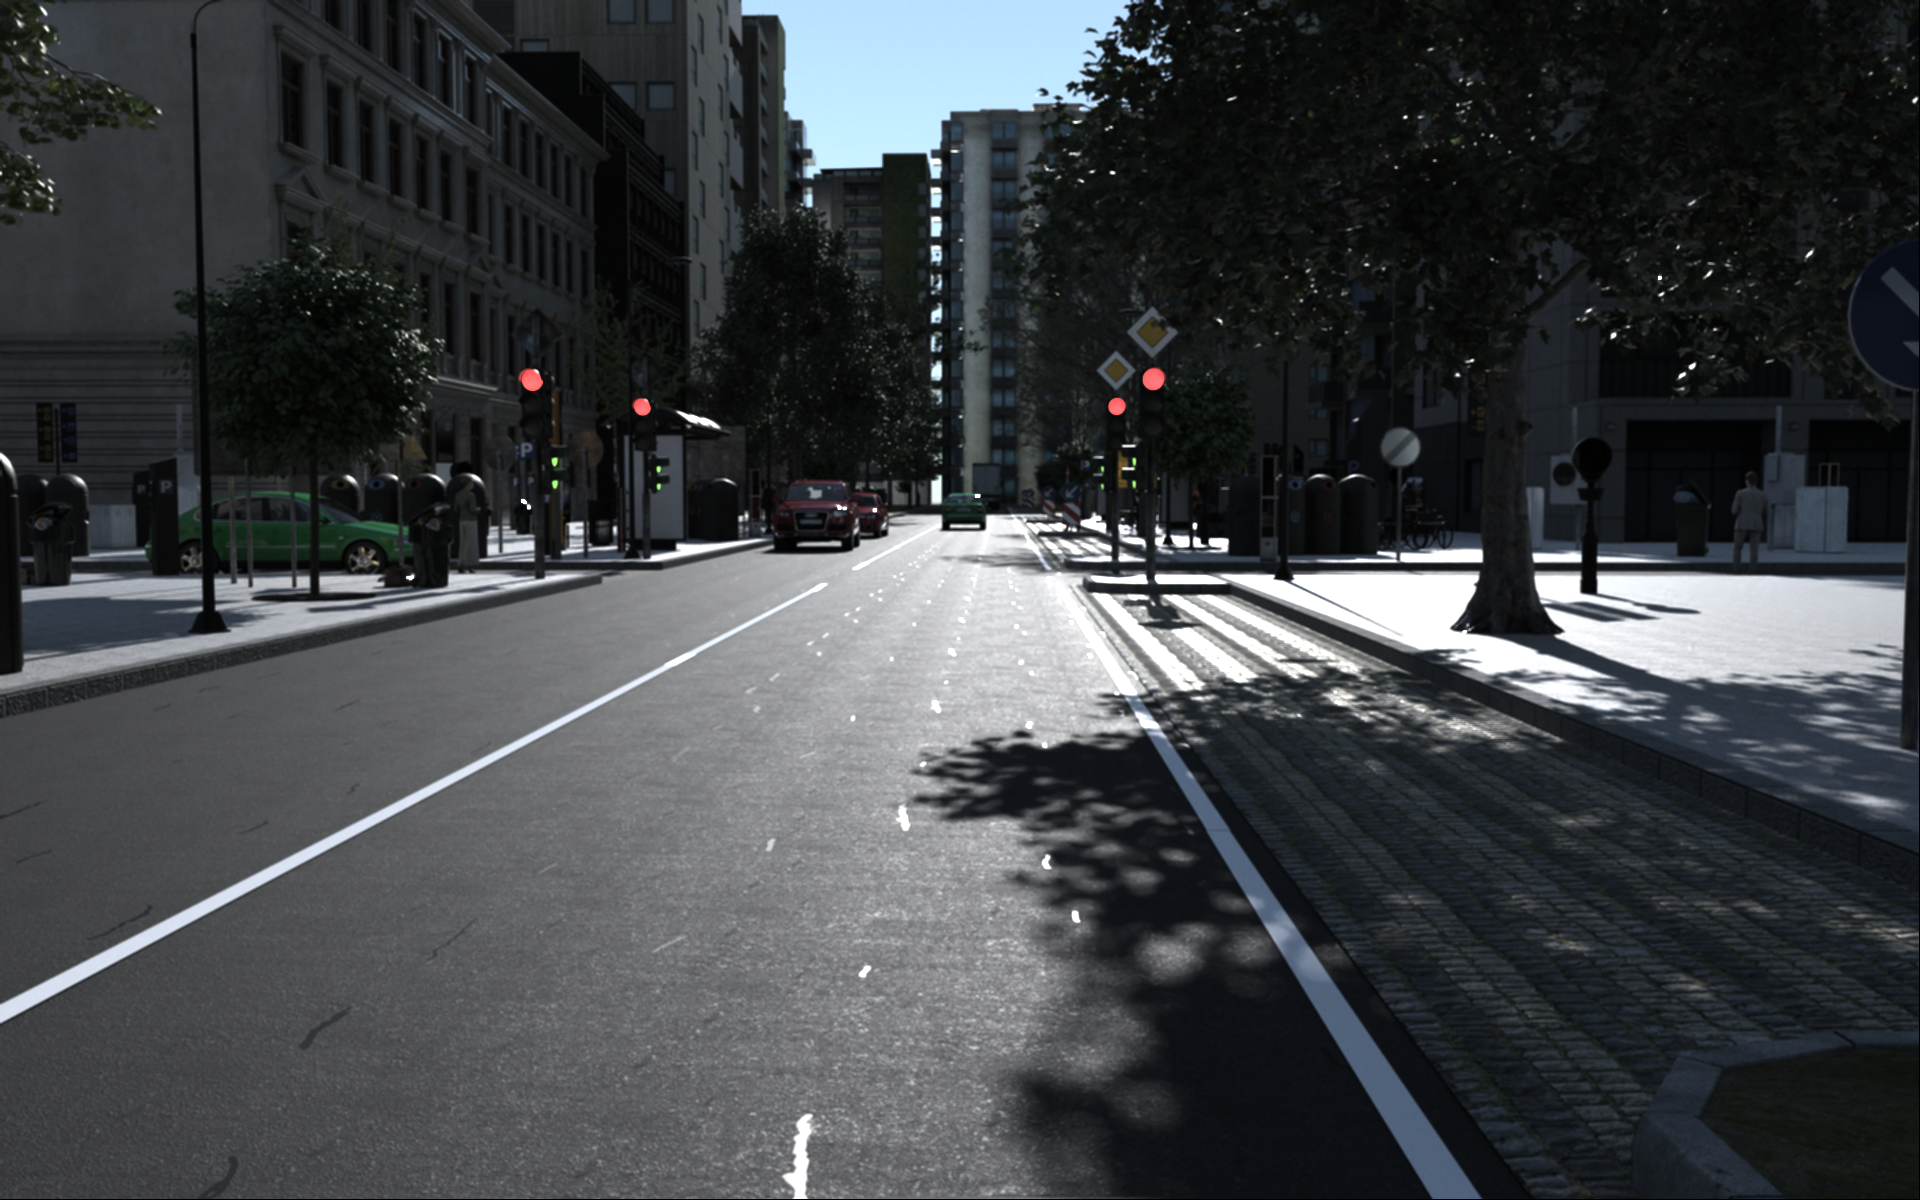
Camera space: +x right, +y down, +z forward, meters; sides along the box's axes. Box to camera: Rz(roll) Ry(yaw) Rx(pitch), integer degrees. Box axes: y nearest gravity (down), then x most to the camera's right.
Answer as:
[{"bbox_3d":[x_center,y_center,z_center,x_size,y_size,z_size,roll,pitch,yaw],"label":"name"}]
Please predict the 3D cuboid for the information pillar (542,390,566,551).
[{"bbox_3d":[-9.235,-2.933,39.304,0.504,3.616,0.183,1,4,19],"label":"information pillar"}]

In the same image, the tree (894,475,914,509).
[{"bbox_3d":[-4.592,-9.263,146.050,1.663,3.219,1.824,0,3,0],"label":"tree"}]

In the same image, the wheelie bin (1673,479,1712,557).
[{"bbox_3d":[15.087,-1.700,35.696,0.693,1.594,0.980,2,4,28],"label":"wheelie bin"}]

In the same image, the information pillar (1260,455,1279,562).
[{"bbox_3d":[5.888,-1.742,32.973,0.304,2.012,0.304,1,4,19],"label":"information pillar"}]

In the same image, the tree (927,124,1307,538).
[{"bbox_3d":[5.600,-8.620,51.306,12.009,13.543,11.850,0,3,0],"label":"tree"}]

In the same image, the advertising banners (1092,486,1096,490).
[{"bbox_3d":[9.207,-6.914,109.226,2.074,3.025,0.090,0,4,-5],"label":"advertising banners"}]

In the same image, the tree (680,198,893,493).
[{"bbox_3d":[-6.446,-9.205,67.506,9.611,12.733,9.660,0,3,0],"label":"tree"}]

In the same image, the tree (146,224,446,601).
[{"bbox_3d":[-8.035,-2.293,21.200,4.285,4.588,4.351,0,3,0],"label":"tree"}]

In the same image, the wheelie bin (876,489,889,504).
[{"bbox_3d":[-4.951,-6.195,109.194,0.980,1.594,0.693,-1,4,-22],"label":"wheelie bin"}]

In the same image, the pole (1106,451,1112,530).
[{"bbox_3d":[5.329,-4.173,62.075,0.158,3.312,0.155,0,3,0],"label":"pole"}]

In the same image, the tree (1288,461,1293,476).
[{"bbox_3d":[16.588,-5.713,88.010,1.663,3.219,1.824,0,3,0],"label":"tree"}]

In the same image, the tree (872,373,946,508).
[{"bbox_3d":[-4.859,-14.431,154.074,7.486,12.596,7.792,0,3,0],"label":"tree"}]

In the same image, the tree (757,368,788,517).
[{"bbox_3d":[-11.014,-9.057,98.440,4.360,8.622,3.978,0,3,0],"label":"tree"}]

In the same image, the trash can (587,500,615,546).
[{"bbox_3d":[-8.903,-1.912,42.914,0.748,1.137,0.748,0,3,0],"label":"trash can"}]

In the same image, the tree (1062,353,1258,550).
[{"bbox_3d":[5.420,-3.457,40.241,4.285,4.588,4.351,0,3,0],"label":"tree"}]

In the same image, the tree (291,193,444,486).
[{"bbox_3d":[-14.599,-5.638,42.550,4.737,8.622,4.395,0,3,0],"label":"tree"}]

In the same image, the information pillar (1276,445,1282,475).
[{"bbox_3d":[14.225,-5.219,76.678,0.504,3.616,0.183,3,5,42],"label":"information pillar"}]

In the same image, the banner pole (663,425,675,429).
[{"bbox_3d":[-9.494,-4.011,55.599,0.863,3.779,0.401,2,4,26],"label":"banner pole"}]

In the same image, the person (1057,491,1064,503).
[{"bbox_3d":[11.144,-11.167,191.617,0.750,1.759,0.617,0,4,4],"label":"person"}]

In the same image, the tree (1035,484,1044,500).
[{"bbox_3d":[8.895,-11.545,183.354,1.663,3.219,1.824,0,3,0],"label":"tree"}]

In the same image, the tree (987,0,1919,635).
[{"bbox_3d":[4.999,-6.046,15.862,9.611,12.733,9.660,0,3,0],"label":"tree"}]

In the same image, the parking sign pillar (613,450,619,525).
[{"bbox_3d":[-13.872,-5.129,72.328,1.447,3.967,1.447,-2,4,-29],"label":"parking sign pillar"}]

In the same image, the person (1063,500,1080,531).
[{"bbox_3d":[4.043,-3.351,63.064,0.755,1.850,0.659,2,4,28],"label":"person"}]

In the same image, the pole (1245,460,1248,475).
[{"bbox_3d":[15.241,-6.012,92.143,0.158,3.312,0.155,0,3,0],"label":"pole"}]

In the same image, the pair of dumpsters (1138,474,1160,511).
[{"bbox_3d":[9.449,-4.899,82.599,1.574,2.255,4.437,0,4,1],"label":"pair of dumpsters"}]

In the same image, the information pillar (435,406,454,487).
[{"bbox_3d":[-13.709,-3.352,46.160,0.504,3.616,0.183,-3,5,-44],"label":"information pillar"}]

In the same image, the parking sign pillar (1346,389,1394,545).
[{"bbox_3d":[10.301,-3.393,43.950,1.447,3.967,1.447,3,5,41],"label":"parking sign pillar"}]

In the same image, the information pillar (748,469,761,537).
[{"bbox_3d":[-6.079,-2.862,51.288,0.304,2.012,0.304,-1,4,-20],"label":"information pillar"}]

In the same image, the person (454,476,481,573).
[{"bbox_3d":[-8.876,-1.364,31.352,0.519,1.759,0.362,2,4,34],"label":"person"}]

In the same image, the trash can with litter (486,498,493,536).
[{"bbox_3d":[-14.711,-2.507,52.383,1.055,1.170,0.624,-2,4,-29],"label":"trash can with litter"}]

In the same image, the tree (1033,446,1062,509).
[{"bbox_3d":[6.762,-7.187,101.221,4.285,4.588,4.351,0,3,0],"label":"tree"}]

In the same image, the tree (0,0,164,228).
[{"bbox_3d":[-7.832,-5.589,9.501,7.486,12.596,7.792,0,3,0],"label":"tree"}]

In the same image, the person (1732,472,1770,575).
[{"bbox_3d":[13.204,-1.243,29.031,0.606,1.804,0.583,0,4,3],"label":"person"}]

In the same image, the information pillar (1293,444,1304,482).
[{"bbox_3d":[15.879,-5.506,81.371,0.504,3.616,0.183,-1,4,-12],"label":"information pillar"}]

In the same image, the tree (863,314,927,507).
[{"bbox_3d":[-5.750,-12.005,106.657,12.009,13.543,11.850,0,3,0],"label":"tree"}]

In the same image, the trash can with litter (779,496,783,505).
[{"bbox_3d":[-11.049,-5.761,105.573,0.624,1.170,1.055,0,4,5],"label":"trash can with litter"}]

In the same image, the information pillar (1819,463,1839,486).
[{"bbox_3d":[20.617,-2.241,41.131,0.304,2.012,0.304,-1,4,-20],"label":"information pillar"}]

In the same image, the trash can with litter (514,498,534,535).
[{"bbox_3d":[-13.532,-2.645,54.626,1.055,1.170,0.624,1,4,13],"label":"trash can with litter"}]

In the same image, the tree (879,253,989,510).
[{"bbox_3d":[-4.144,-17.077,135.096,12.611,20.169,13.585,0,3,0],"label":"tree"}]

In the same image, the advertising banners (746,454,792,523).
[{"bbox_3d":[-8.415,-4.905,76.385,2.074,3.025,0.090,0,4,8],"label":"advertising banners"}]

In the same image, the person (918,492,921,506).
[{"bbox_3d":[-4.542,-11.136,191.498,0.530,1.710,0.541,0,4,4],"label":"person"}]

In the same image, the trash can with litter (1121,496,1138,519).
[{"bbox_3d":[8.728,-4.794,89.768,1.055,1.170,0.624,3,5,39],"label":"trash can with litter"}]

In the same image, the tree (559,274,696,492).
[{"bbox_3d":[-11.402,-6.636,58.867,4.737,8.622,4.395,0,3,0],"label":"tree"}]

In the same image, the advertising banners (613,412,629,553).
[{"bbox_3d":[-7.487,-2.567,38.158,0.090,3.025,2.074,0,4,-3],"label":"advertising banners"}]

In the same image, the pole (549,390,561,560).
[{"bbox_3d":[-7.941,-2.452,33.928,0.158,3.312,0.155,0,3,0],"label":"pole"}]

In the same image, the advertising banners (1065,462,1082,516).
[{"bbox_3d":[6.360,-6.050,95.100,0.090,3.025,2.074,-2,4,-33],"label":"advertising banners"}]

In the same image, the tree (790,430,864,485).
[{"bbox_3d":[-6.135,-5.879,79.837,4.285,4.588,4.351,0,3,0],"label":"tree"}]
